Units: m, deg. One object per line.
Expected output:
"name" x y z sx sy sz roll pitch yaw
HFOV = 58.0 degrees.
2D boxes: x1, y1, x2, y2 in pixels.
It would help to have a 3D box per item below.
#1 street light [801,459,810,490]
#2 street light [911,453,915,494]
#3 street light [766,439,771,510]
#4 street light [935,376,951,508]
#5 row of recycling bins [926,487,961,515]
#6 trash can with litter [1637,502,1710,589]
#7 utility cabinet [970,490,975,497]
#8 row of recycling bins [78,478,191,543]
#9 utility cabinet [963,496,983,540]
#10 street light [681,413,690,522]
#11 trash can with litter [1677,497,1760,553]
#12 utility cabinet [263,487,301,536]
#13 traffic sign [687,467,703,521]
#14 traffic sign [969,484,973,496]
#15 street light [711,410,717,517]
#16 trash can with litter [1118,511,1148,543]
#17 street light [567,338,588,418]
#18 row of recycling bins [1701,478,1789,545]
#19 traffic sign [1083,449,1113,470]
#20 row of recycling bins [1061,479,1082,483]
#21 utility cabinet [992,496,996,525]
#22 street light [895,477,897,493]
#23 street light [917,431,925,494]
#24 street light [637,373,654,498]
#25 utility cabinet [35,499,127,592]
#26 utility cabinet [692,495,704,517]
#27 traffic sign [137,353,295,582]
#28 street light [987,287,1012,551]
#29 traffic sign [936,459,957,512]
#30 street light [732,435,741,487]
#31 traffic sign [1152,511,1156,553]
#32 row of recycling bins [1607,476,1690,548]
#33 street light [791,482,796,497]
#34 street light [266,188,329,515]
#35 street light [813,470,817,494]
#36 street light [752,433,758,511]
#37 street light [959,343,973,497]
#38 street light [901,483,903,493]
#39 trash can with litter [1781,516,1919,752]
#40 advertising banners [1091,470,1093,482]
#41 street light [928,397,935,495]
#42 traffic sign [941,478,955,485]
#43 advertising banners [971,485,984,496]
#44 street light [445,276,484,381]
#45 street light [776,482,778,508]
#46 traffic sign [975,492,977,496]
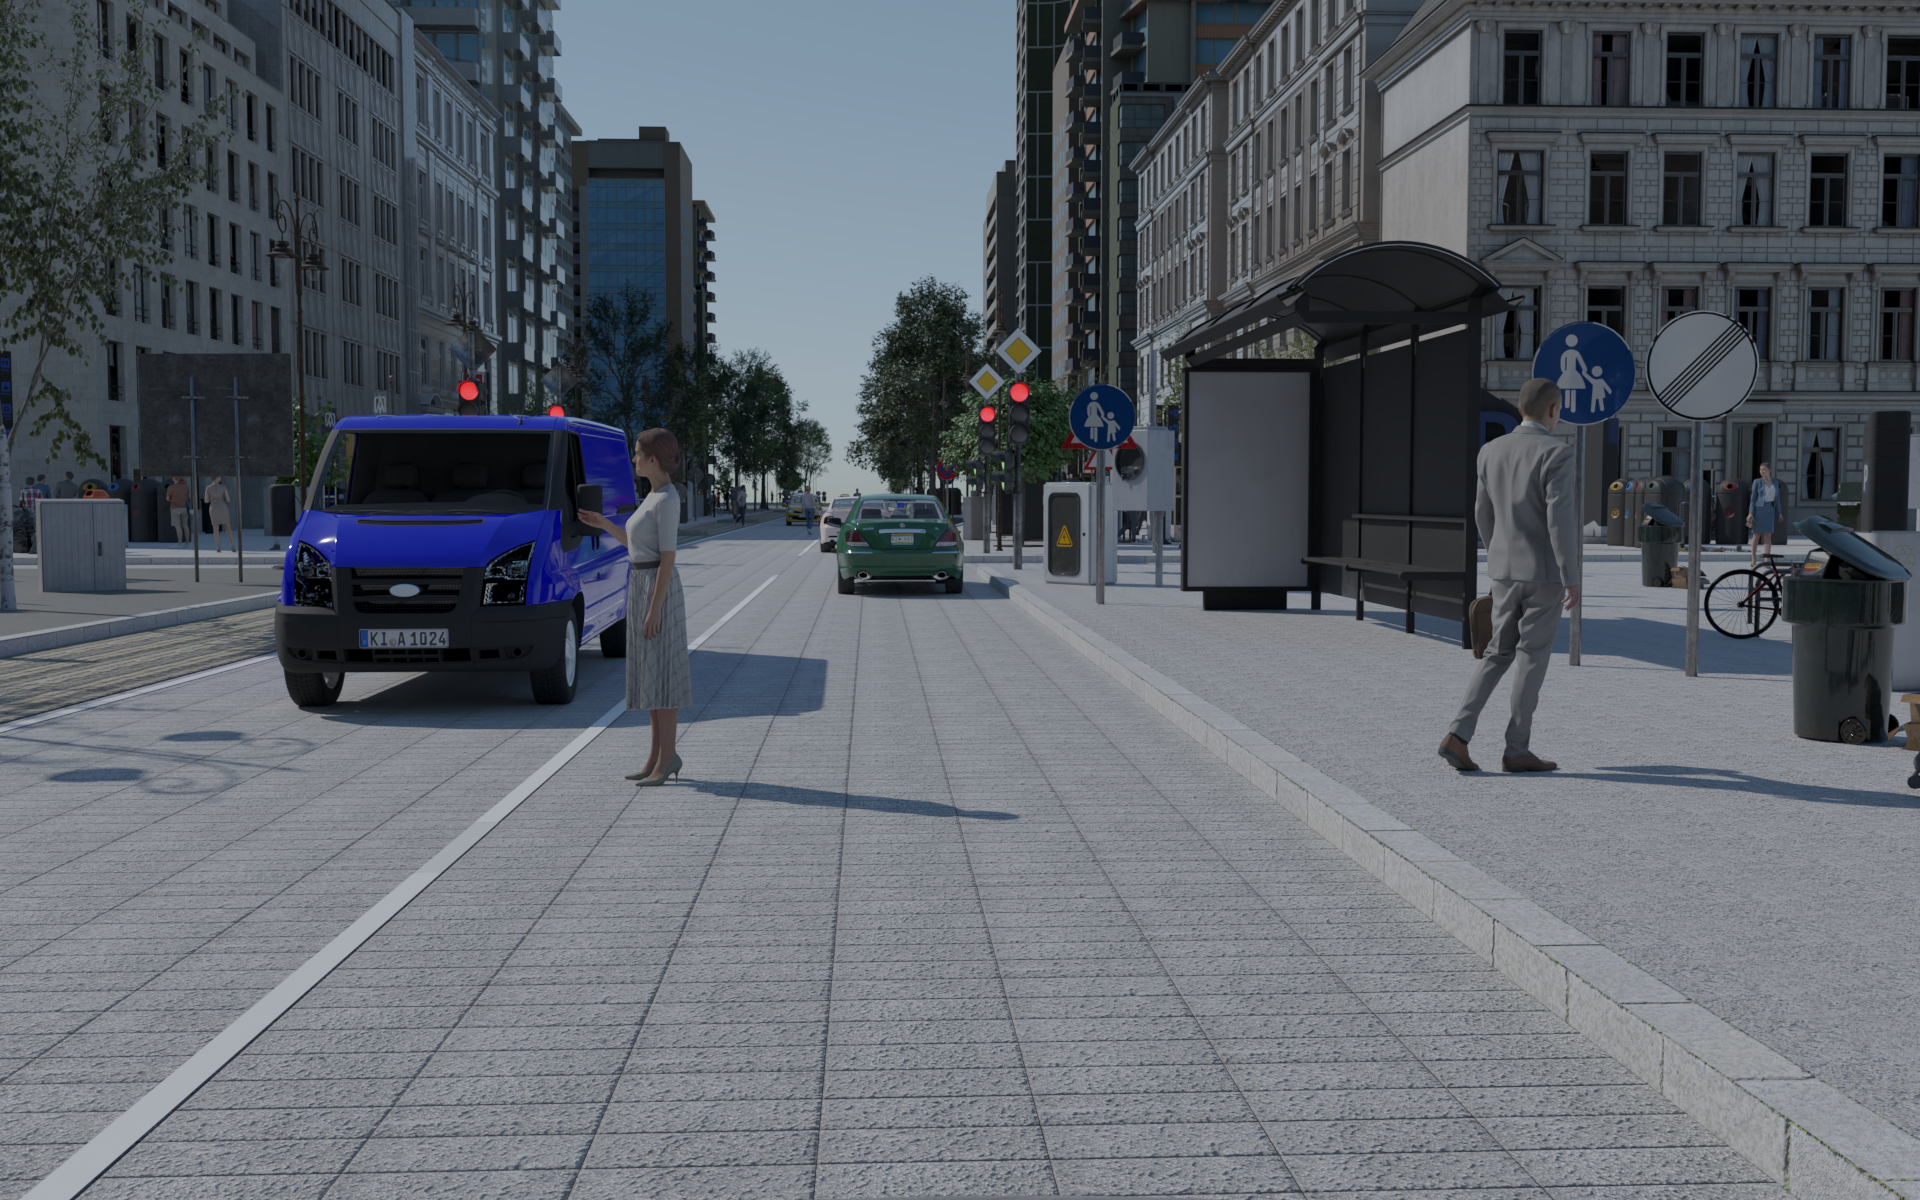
"street light" -20.183 -15.526 226.638 0.468 5.910 1.993 0 4 -3
"street light" -2.736 -8.480 111.436 0.468 5.910 1.993 0 4 -3
"street light" -15.938 -10.429 143.300 0.468 5.910 1.993 0 4 -3
"street light" -0.610 -5.813 67.825 0.468 5.910 1.993 0 4 -3
"row of recycling bins" -0.937 -6.096 106.785 1.069 1.692 3.534 2 4 29
"trash can with litter" 9.832 -0.757 23.769 0.624 1.170 1.055 -2 4 -25
"utility cabinet" 0.851 -5.872 104.683 0.318 1.500 1.173 0 4 -6
"row of recycling bins" -22.078 -2.399 46.338 3.534 1.692 1.069 1 4 19
"utility cabinet" 0.414 -2.275 48.364 0.306 1.237 1.020 2 4 26
"street light" -12.778 -6.608 80.821 0.468 5.910 1.993 0 4 -3
"trash can with litter" 16.634 -1.676 38.463 2.233 1.210 1.678 1 4 11
"utility cabinet" -20.801 -2.720 53.145 0.318 1.500 1.173 2 4 26
"traffic sign" -12.612 -5.041 82.530 0.768 2.556 0.104 0 4 -1
"traffic sign" 0.580 -4.728 79.427 0.606 2.300 0.079 0 4 2
"street light" -13.546 -7.494 95.315 0.468 5.910 1.993 0 4 -3
"trash can with litter" 4.429 -2.147 46.162 1.678 1.210 2.233 -1 4 -13
"street light" -11.344 -4.804 51.332 0.468 5.910 1.993 0 4 -3
"row of recycling bins" 19.267 -2.278 44.355 3.534 1.692 1.069 2 4 27
"traffic sign" 3.163 -2.342 38.303 0.884 2.594 0.081 0 4 -1
"row of recycling bins" 3.226 -2.646 50.375 1.069 1.692 3.534 0 4 -1
"utility cabinet" 1.697 -3.719 71.970 0.306 1.237 1.020 2 4 28
"street light" -6.714 -13.193 188.485 0.468 5.910 1.993 0 4 -3
"street light" -2.007 -7.601 97.071 0.468 5.910 1.993 0 4 -3
"street light" -12.031 -5.724 66.382 0.468 5.910 1.993 0 4 -3
"utility cabinet" -11.672 -0.725 23.015 1.020 1.237 0.306 -3 5 -40
"utility cabinet" -15.031 -5.318 98.109 1.020 1.237 0.306 -3 5 -40
"traffic sign" -10.782 -1.910 25.103 2.265 3.308 0.079 0 4 2
"street light" 0.890 -4.042 38.879 0.468 5.910 1.993 0 4 -3
"traffic sign" -0.458 -3.771 61.754 0.768 2.556 0.104 0 4 3
"street light" -14.525 -8.648 114.187 0.468 5.910 1.993 0 4 -3
"traffic sign" 4.220 -2.290 37.544 0.768 2.556 0.104 0 4 7
"row of recycling bins" 16.459 -2.104 41.510 1.069 1.692 3.534 0 4 3
"street light" -18.620 -13.681 196.469 0.468 5.910 1.993 0 4 -3
"street light" -10.094 -3.288 26.541 0.468 5.910 1.993 0 4 -3
"street light" -21.623 -17.283 255.368 0.468 5.910 1.993 0 4 -3
"street light" -15.258 -9.527 128.551 0.468 5.910 1.993 0 4 -3
"street light" 0.228 -4.921 53.248 0.468 5.910 1.993 0 4 -3
"street light" -4.497 -10.507 144.575 0.468 5.910 1.993 0 4 -3
"trash can with litter" 4.812 0.152 8.907 0.624 1.170 1.055 -3 5 -40
"advertising banners" 6.716 -5.547 86.879 0.090 3.025 2.074 1 4 12
"street light" -1.246 -6.723 82.708 0.468 5.910 1.993 0 4 -3
"traffic sign" -0.679 -5.878 96.219 0.768 2.556 0.104 0 4 1
"advertising banners" 0.751 -4.277 66.123 0.090 3.025 2.074 1 4 21
"street light" -10.541 -3.926 36.971 0.468 5.910 1.993 0 4 -3
"street light" -16.676 -11.308 157.665 0.468 5.910 1.993 0 4 -3
"traffic sign" 0.714 -4.691 76.697 0.884 2.594 0.081 0 4 5
